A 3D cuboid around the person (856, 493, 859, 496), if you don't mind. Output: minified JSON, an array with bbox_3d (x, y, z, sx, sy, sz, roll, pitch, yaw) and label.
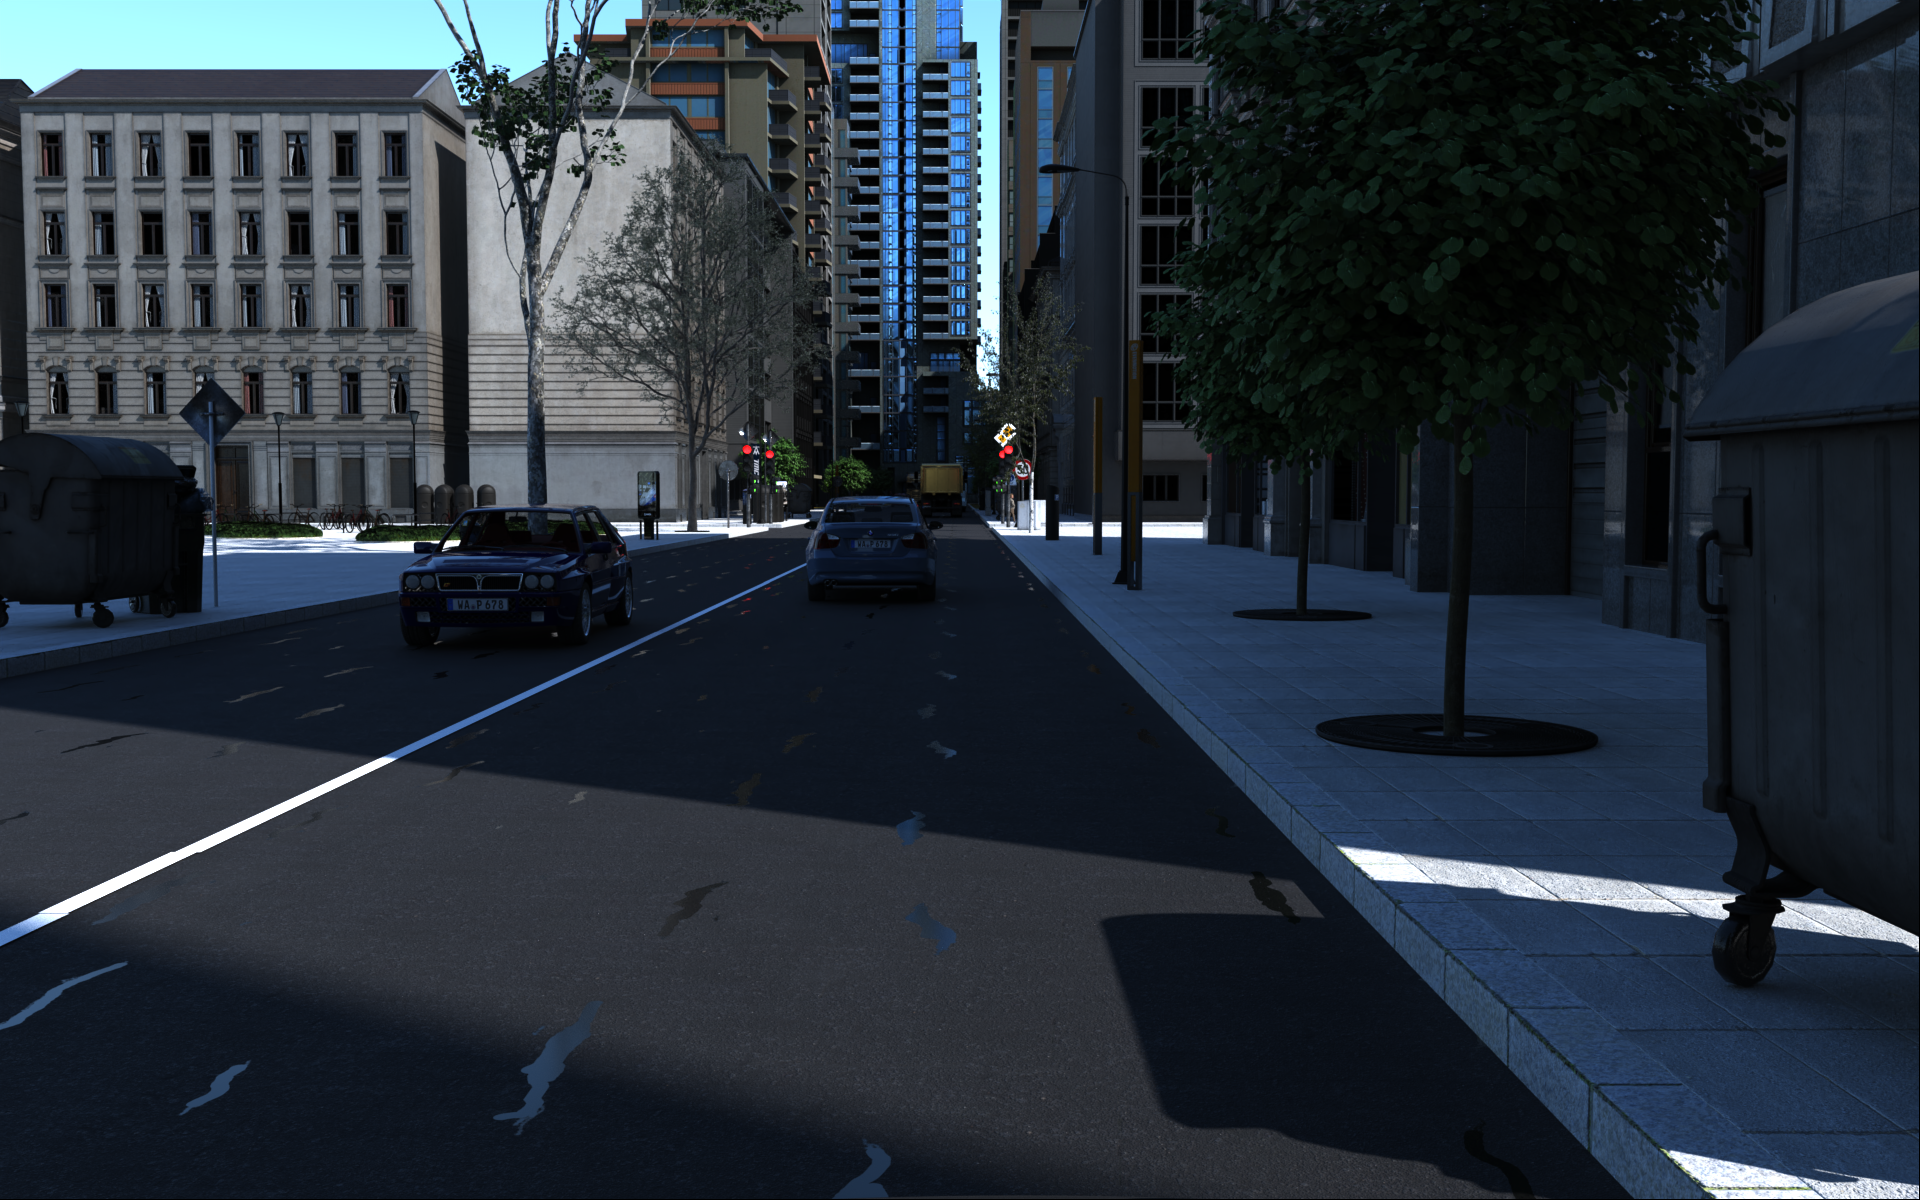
[{"bbox_3d":[-11.199,-10.911,187.626,0.799,1.438,0.628,1,4,20],"label":"person"}]

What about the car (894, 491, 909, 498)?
[{"bbox_3d":[-6.619,-11.114,190.745,2.155,1.783,4.494,0,4,0],"label":"car"}]

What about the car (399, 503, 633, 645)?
[{"bbox_3d":[-4.444,-0.312,17.682,1.945,1.354,3.894,0,4,-2],"label":"car"}]

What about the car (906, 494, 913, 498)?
[{"bbox_3d":[-6.716,-12.359,211.849,2.009,1.686,4.222,0,4,0],"label":"car"}]

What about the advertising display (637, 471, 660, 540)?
[{"bbox_3d":[-8.759,-2.662,48.741,0.123,1.923,0.974,-3,5,-43],"label":"advertising display"}]

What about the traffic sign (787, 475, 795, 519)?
[{"bbox_3d":[-8.945,-5.486,89.809,0.768,2.556,0.104,0,4,3],"label":"traffic sign"}]

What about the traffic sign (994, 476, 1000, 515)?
[{"bbox_3d":[2.397,-6.392,104.612,0.768,2.556,0.104,0,4,3],"label":"traffic sign"}]

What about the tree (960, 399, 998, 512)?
[{"bbox_3d":[2.357,-10.807,127.048,4.737,8.622,4.395,0,3,0],"label":"tree"}]

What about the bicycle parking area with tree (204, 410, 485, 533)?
[{"bbox_3d":[-21.240,-4.483,60.303,8.231,4.147,9.016,2,4,25],"label":"bicycle parking area with tree"}]

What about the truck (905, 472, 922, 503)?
[{"bbox_3d":[-5.558,-14.217,221.357,2.839,4.237,11.283,0,4,-1],"label":"truck"}]

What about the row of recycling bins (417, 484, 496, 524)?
[{"bbox_3d":[-21.615,-4.104,74.217,3.534,1.692,1.069,0,4,4],"label":"row of recycling bins"}]

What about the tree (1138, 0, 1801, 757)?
[{"bbox_3d":[2.538,-1.545,8.975,4.285,4.588,4.351,0,3,0],"label":"tree"}]

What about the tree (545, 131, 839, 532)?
[{"bbox_3d":[-8.903,-9.040,58.172,12.009,13.543,11.850,0,3,0],"label":"tree"}]

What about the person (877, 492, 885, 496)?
[{"bbox_3d":[-9.126,-11.887,200.531,1.348,1.807,0.705,-3,4,-39],"label":"person"}]

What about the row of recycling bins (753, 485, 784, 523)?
[{"bbox_3d":[-8.652,-4.375,78.636,1.069,1.692,3.534,0,4,5],"label":"row of recycling bins"}]

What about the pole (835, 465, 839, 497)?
[{"bbox_3d":[-8.722,-7.890,122.842,0.158,3.312,0.155,0,3,0],"label":"pole"}]

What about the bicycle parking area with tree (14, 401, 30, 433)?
[{"bbox_3d":[-29.340,-3.909,50.908,9.016,4.147,8.231,2,4,26],"label":"bicycle parking area with tree"}]

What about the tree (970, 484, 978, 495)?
[{"bbox_3d":[1.915,-13.631,217.467,1.663,3.219,1.824,0,3,0],"label":"tree"}]

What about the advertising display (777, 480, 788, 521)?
[{"bbox_3d":[-8.426,-4.666,81.501,0.123,1.923,0.974,2,4,28],"label":"advertising display"}]

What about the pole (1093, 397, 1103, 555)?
[{"bbox_3d":[2.904,-2.609,36.497,0.158,3.312,0.155,0,3,0],"label":"pole"}]

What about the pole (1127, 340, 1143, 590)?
[{"bbox_3d":[2.336,-1.788,23.069,0.158,3.312,0.155,0,3,0],"label":"pole"}]

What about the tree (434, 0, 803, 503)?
[{"bbox_3d":[-7.383,-11.015,35.980,12.611,20.169,13.585,0,3,0],"label":"tree"}]

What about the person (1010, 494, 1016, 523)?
[{"bbox_3d":[2.260,-4.079,77.009,0.475,1.303,0.640,3,5,41],"label":"person"}]

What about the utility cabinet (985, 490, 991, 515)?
[{"bbox_3d":[1.676,-5.764,102.921,0.318,1.500,1.173,0,4,-1],"label":"utility cabinet"}]

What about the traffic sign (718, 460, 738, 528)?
[{"bbox_3d":[-8.746,-3.991,65.351,0.768,2.556,0.104,1,4,8],"label":"traffic sign"}]

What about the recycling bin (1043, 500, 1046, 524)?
[{"bbox_3d":[3.222,-3.757,73.979,0.722,1.027,0.722,-2,4,-31],"label":"recycling bin"}]

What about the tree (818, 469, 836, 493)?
[{"bbox_3d":[-9.867,-8.516,133.837,1.663,3.219,1.824,0,3,0],"label":"tree"}]

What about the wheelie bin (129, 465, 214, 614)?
[{"bbox_3d":[-8.565,-0.665,18.778,0.980,1.594,0.693,-3,5,-45],"label":"wheelie bin"}]

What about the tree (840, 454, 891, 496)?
[{"bbox_3d":[-9.302,-10.429,154.223,4.285,4.588,4.351,0,3,0],"label":"tree"}]

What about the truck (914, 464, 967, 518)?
[{"bbox_3d":[-1.184,-6.918,109.037,3.469,3.379,9.791,0,4,-1],"label":"truck"}]

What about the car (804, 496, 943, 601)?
[{"bbox_3d":[-1.232,-0.769,24.573,2.014,1.417,4.499,0,4,-2],"label":"car"}]

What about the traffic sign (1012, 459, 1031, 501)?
[{"bbox_3d":[2.267,-3.817,62.511,0.768,2.556,0.104,0,4,6],"label":"traffic sign"}]

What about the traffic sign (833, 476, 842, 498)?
[{"bbox_3d":[-8.606,-7.404,121.153,0.768,2.556,0.104,1,4,9],"label":"traffic sign"}]

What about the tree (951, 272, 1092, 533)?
[{"bbox_3d":[2.119,-6.518,56.939,4.360,8.622,3.978,0,3,0],"label":"tree"}]

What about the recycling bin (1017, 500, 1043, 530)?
[{"bbox_3d":[2.461,-3.010,61.764,0.722,1.027,0.722,1,4,13],"label":"recycling bin"}]

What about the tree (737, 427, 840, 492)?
[{"bbox_3d":[-9.033,-6.170,84.586,4.285,4.588,4.351,0,3,0],"label":"tree"}]

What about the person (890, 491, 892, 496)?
[{"bbox_3d":[-8.963,-13.361,225.412,0.530,1.710,0.541,0,4,2],"label":"person"}]

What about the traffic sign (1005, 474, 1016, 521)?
[{"bbox_3d":[2.412,-4.946,82.994,0.606,2.300,0.079,0,4,2],"label":"traffic sign"}]

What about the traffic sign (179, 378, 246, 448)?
[{"bbox_3d":[-8.508,-1.223,19.723,0.795,2.593,0.064,0,4,6],"label":"traffic sign"}]

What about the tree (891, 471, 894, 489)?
[{"bbox_3d":[-8.945,-13.065,197.326,4.285,4.588,4.351,0,3,0],"label":"tree"}]
